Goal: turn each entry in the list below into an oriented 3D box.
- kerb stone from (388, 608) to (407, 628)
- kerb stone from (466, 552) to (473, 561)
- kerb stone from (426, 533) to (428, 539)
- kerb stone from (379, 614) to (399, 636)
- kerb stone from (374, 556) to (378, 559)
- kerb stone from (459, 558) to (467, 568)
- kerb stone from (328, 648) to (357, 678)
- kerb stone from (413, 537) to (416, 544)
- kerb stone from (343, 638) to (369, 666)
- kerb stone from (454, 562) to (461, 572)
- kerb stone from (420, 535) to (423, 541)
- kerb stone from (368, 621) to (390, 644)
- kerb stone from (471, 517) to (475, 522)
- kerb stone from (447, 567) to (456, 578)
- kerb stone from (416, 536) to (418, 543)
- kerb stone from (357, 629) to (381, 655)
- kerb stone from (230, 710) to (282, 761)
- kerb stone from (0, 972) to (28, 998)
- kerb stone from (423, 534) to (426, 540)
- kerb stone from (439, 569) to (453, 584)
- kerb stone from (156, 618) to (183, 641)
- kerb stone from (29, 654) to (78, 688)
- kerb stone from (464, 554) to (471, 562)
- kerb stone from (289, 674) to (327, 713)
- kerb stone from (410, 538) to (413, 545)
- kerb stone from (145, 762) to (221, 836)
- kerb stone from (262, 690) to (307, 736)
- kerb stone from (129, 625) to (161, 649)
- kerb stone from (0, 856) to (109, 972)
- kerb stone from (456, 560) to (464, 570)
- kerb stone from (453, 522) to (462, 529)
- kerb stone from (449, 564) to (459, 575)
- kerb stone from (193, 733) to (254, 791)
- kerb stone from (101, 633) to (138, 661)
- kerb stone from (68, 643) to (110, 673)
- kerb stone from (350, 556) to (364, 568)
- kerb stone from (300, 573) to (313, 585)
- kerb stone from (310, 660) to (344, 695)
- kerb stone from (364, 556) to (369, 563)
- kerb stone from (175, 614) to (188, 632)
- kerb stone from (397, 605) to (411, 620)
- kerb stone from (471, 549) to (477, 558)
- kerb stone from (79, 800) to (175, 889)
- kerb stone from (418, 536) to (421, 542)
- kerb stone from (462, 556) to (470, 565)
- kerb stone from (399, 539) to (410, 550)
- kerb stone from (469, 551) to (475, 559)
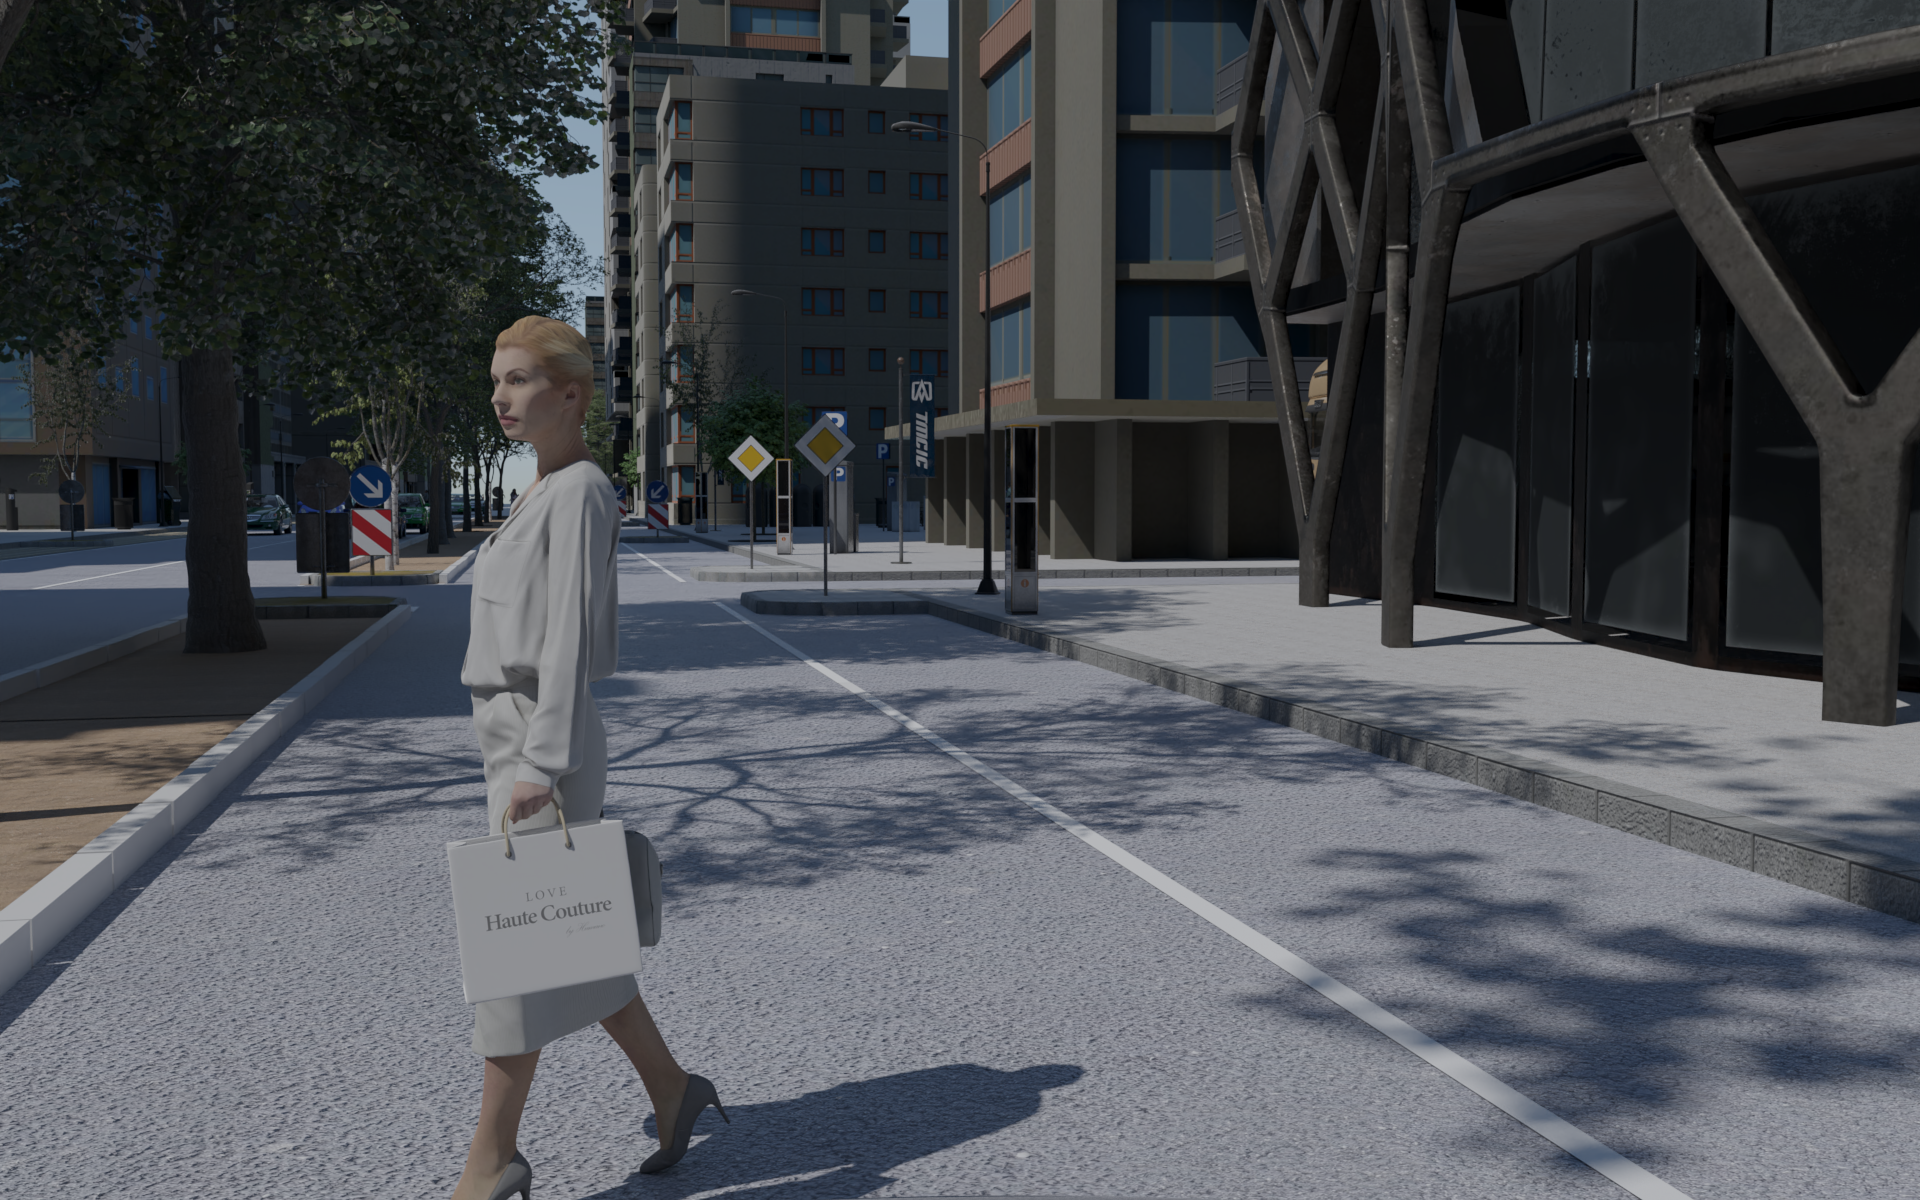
[{"bbox_3d":[-6.097,0.217,18.674,0.120,0.150,1.000,-1,4,-13],"label":"kerb stone"},{"bbox_3d":[-10.289,-0.852,36.118,0.120,0.150,1.000,-1,4,-13],"label":"kerb stone"},{"bbox_3d":[-16.643,-1.920,53.594,0.120,0.150,1.000,-1,4,-13],"label":"kerb stone"},{"bbox_3d":[-5.857,0.276,17.676,0.120,0.150,1.000,-1,4,-13],"label":"kerb stone"},{"bbox_3d":[-12.815,-0.946,37.658,0.120,0.150,1.000,-1,4,-13],"label":"kerb stone"},{"bbox_3d":[-9.564,-0.668,33.124,0.120,0.150,1.000,-1,4,-13],"label":"kerb stone"},{"bbox_3d":[-4.907,0.523,13.690,0.120,0.150,1.000,-1,4,-13],"label":"kerb stone"},{"bbox_3d":[-15.441,-1.615,48.605,0.120,0.150,1.000,-1,4,-13],"label":"kerb stone"},{"bbox_3d":[-5.143,0.459,14.684,0.120,0.150,1.000,-1,4,-13],"label":"kerb stone"},{"bbox_3d":[-9.096,-0.547,31.132,0.120,0.150,1.000,-1,4,-13],"label":"kerb stone"},{"bbox_3d":[-16.166,-1.797,51.604,0.120,0.150,1.000,-1,4,-13],"label":"kerb stone"},{"bbox_3d":[-5.622,0.337,16.681,0.120,0.150,1.000,-1,4,-13],"label":"kerb stone"},{"bbox_3d":[-26.458,-4.420,94.470,0.120,0.150,1.000,-1,4,-13],"label":"kerb stone"},{"bbox_3d":[-8.614,-0.425,29.143,0.120,0.150,1.000,-1,4,-13],"label":"kerb stone"},{"bbox_3d":[-15.687,-1.676,49.597,0.120,0.150,1.000,-1,4,-13],"label":"kerb stone"},{"bbox_3d":[-5.381,0.399,15.688,0.120,0.150,1.000,-1,4,-13],"label":"kerb stone"},{"bbox_3d":[-3.950,0.765,9.703,0.120,0.150,1.000,-1,4,-13],"label":"kerb stone"},{"bbox_3d":[-2.743,1.069,4.721,0.120,0.150,1.000,-1,4,-13],"label":"kerb stone"},{"bbox_3d":[-16.402,-1.860,52.601,0.120,0.150,1.000,-1,4,-13],"label":"kerb stone"},{"bbox_3d":[-8.372,-0.361,28.150,0.120,0.150,1.000,-1,4,-13],"label":"kerb stone"},{"bbox_3d":[-7.902,0.316,17.176,0.120,0.150,1.000,-1,4,-13],"label":"kerb stone"},{"bbox_3d":[-6.933,0.551,13.192,0.120,0.150,1.000,-1,4,-13],"label":"kerb stone"},{"bbox_3d":[-10.047,-0.787,35.125,0.120,0.150,1.000,-1,4,-13],"label":"kerb stone"},{"bbox_3d":[-4.418,0.642,11.699,0.120,0.150,1.000,-1,4,-13],"label":"kerb stone"},{"bbox_3d":[-15.209,-1.554,47.610,0.120,0.150,1.000,-1,4,-13],"label":"kerb stone"},{"bbox_3d":[-3.461,0.887,7.713,0.120,0.150,1.000,-1,4,-13],"label":"kerb stone"},{"bbox_3d":[-4.185,0.704,10.701,0.120,0.150,1.000,-1,4,-13],"label":"kerb stone"},{"bbox_3d":[-7.665,0.368,16.180,0.120,0.150,1.000,-1,4,-13],"label":"kerb stone"},{"bbox_3d":[-2.986,1.012,5.720,0.120,0.150,1.000,-1,4,-13],"label":"kerb stone"},{"bbox_3d":[-9.328,-0.605,32.130,0.120,0.150,1.000,-1,4,-13],"label":"kerb stone"},{"bbox_3d":[-21.910,-3.258,75.532,0.120,0.150,1.000,-1,4,-13],"label":"kerb stone"},{"bbox_3d":[-8.852,-0.486,30.139,0.120,0.150,1.000,-1,4,-13],"label":"kerb stone"},{"bbox_3d":[-3.708,0.827,8.706,0.120,0.150,1.000,-1,4,-13],"label":"kerb stone"},{"bbox_3d":[-7.409,0.429,15.186,0.120,0.150,1.000,-1,4,-13],"label":"kerb stone"},{"bbox_3d":[-7.178,0.492,14.191,0.120,0.150,1.000,-1,4,-13],"label":"kerb stone"},{"bbox_3d":[-12.097,-0.759,34.653,0.120,0.150,1.000,-1,4,-13],"label":"kerb stone"},{"bbox_3d":[-10.421,-0.336,27.691,0.120,0.150,1.000,-1,4,-13],"label":"kerb stone"},{"bbox_3d":[-4.657,0.581,12.693,0.120,0.150,1.000,-1,4,-13],"label":"kerb stone"},{"bbox_3d":[-12.332,-0.823,35.651,0.120,0.150,1.000,-1,4,-13],"label":"kerb stone"},{"bbox_3d":[-8.139,0.246,18.178,0.120,0.150,1.000,-1,4,-13],"label":"kerb stone"},{"bbox_3d":[-6.336,0.160,19.669,0.120,0.150,1.000,-1,4,-13],"label":"kerb stone"},{"bbox_3d":[-10.765,-0.973,38.111,0.120,0.150,1.000,-1,4,-13],"label":"kerb stone"},{"bbox_3d":[-3.226,0.949,6.714,0.120,0.150,1.000,-1,4,-13],"label":"kerb stone"},{"bbox_3d":[-15.917,-1.738,50.605,0.120,0.150,1.000,-1,4,-13],"label":"kerb stone"},{"bbox_3d":[-9.796,-0.724,34.121,0.120,0.150,1.000,-1,4,-13],"label":"kerb stone"},{"bbox_3d":[-14.969,-1.491,46.616,0.120,0.150,1.000,-1,4,-13],"label":"kerb stone"},{"bbox_3d":[-10.527,-0.912,37.114,0.120,0.150,1.000,-1,4,-13],"label":"kerb stone"}]
